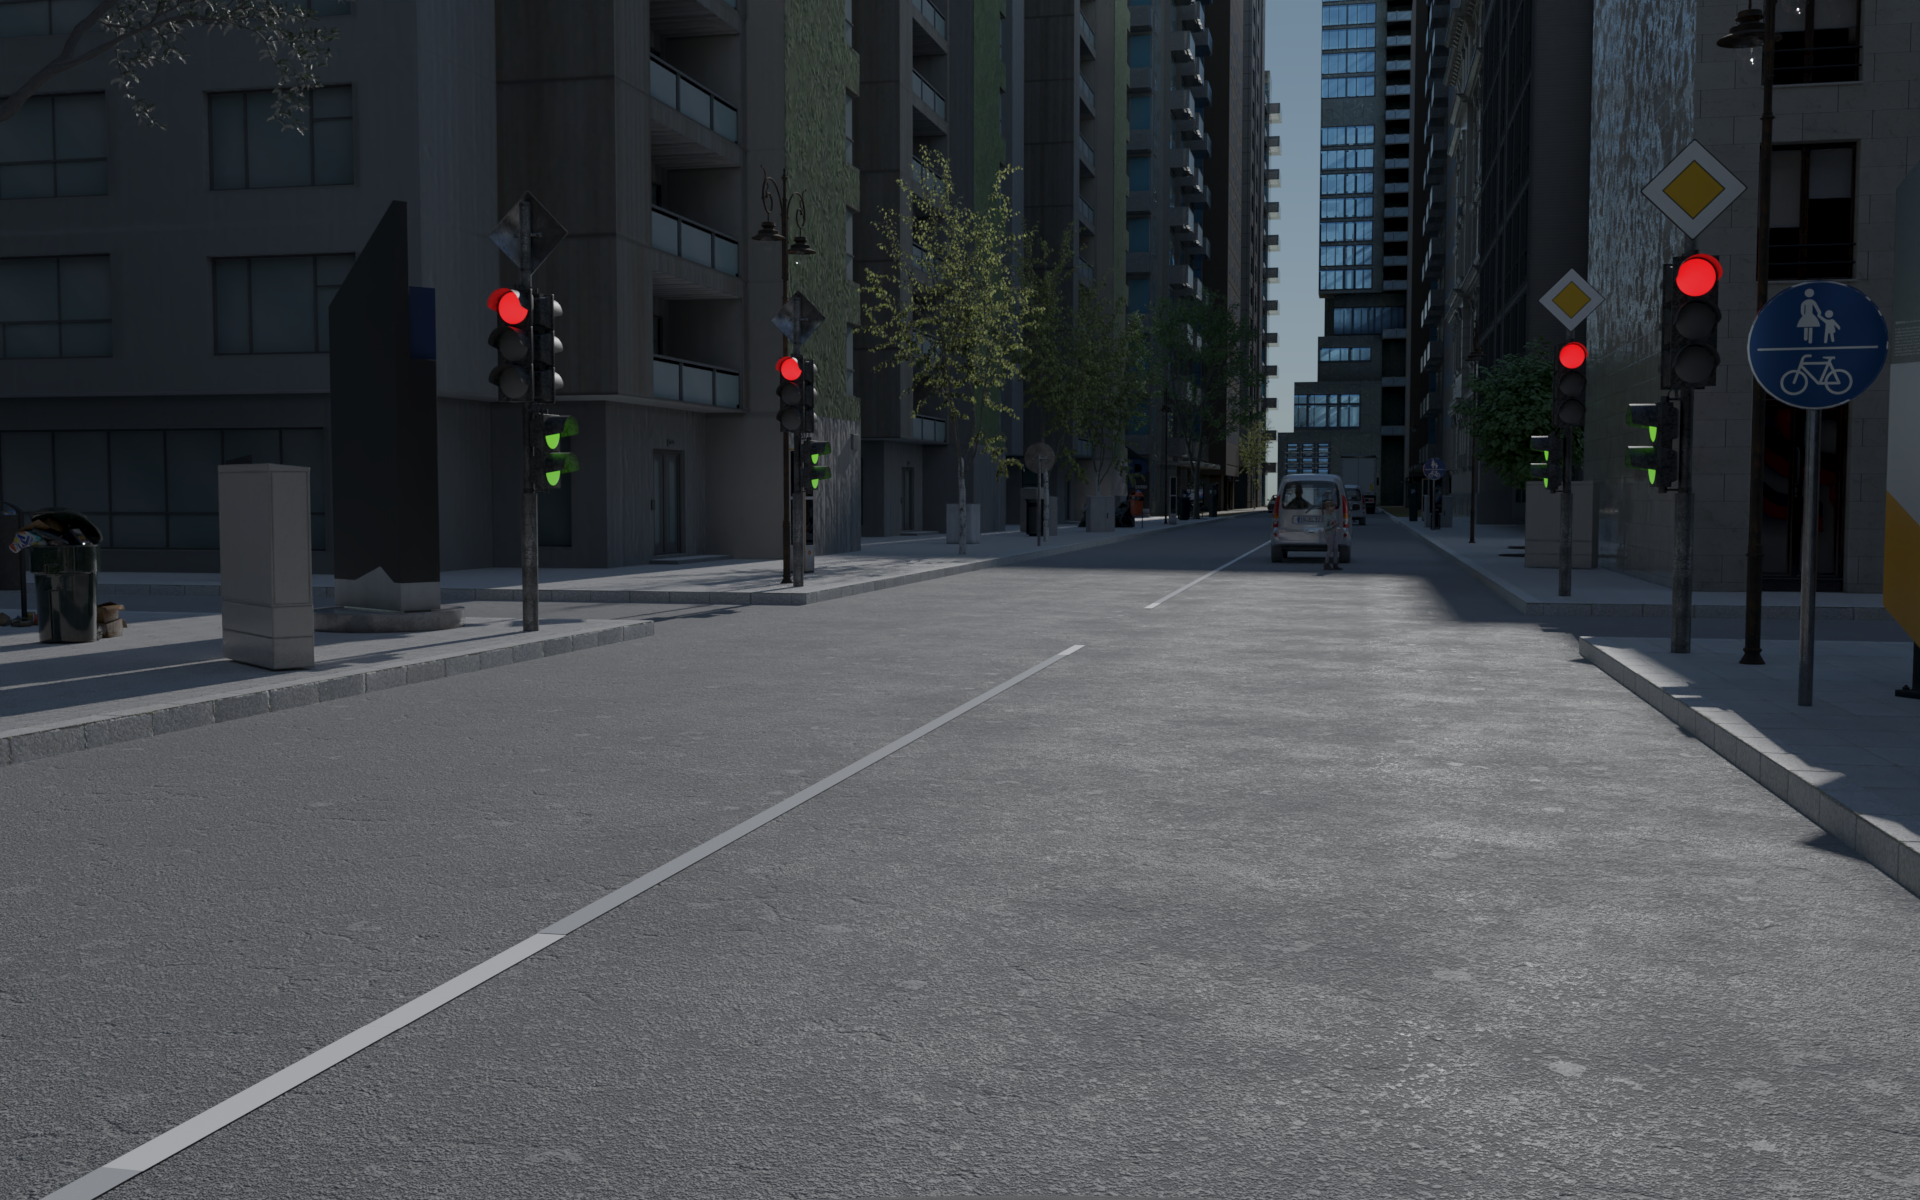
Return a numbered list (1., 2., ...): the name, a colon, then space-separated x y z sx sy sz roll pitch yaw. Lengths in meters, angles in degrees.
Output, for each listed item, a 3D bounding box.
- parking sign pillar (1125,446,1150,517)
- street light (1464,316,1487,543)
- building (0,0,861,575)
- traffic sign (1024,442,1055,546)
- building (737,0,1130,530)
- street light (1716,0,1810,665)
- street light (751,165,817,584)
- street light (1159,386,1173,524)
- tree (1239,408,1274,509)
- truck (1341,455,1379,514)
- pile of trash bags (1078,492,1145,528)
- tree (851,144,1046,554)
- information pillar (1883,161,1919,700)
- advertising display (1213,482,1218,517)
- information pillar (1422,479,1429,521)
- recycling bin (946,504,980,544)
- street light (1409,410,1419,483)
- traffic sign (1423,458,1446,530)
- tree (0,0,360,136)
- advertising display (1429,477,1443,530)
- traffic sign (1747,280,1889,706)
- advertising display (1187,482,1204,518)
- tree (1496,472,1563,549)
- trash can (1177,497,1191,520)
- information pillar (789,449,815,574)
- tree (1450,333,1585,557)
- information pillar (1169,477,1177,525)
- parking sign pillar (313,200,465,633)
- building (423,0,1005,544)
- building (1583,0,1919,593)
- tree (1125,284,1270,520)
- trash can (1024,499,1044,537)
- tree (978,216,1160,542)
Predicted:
1. parking sign pillar: 9.885 -6.611 96.570 1.447 3.967 1.447 -1 4 -15
2. street light: 13.405 -4.426 45.158 0.468 5.910 1.993 1 4 13
3. building: -10.591 -21.346 32.597 14.154 41.232 14.086 1 4 13
4. traffic sign: 1.949 -2.605 42.696 0.768 2.556 0.104 1 4 15
5. building: -0.464 -23.970 75.512 14.154 41.232 14.086 1 4 13
6. street light: 5.986 -2.454 12.909 0.468 5.910 1.993 1 4 13
7. street light: -2.490 -3.178 24.741 0.468 5.910 1.993 1 4 13
8. street light: 8.836 -6.202 74.191 0.468 5.910 1.993 1 4 13
9. tree: 24.585 -11.934 145.482 4.360 8.622 3.978 0 3 0
10. truck: 29.825 -8.591 129.374 2.839 4.237 11.283 1 4 14
11. pile of trash bags: 5.986 -3.444 66.066 1.912 1.369 3.447 -2 4 -27
12. tree: -0.040 -5.262 36.391 4.360 8.622 3.978 0 3 0
13. information pillar: 6.042 -1.190 10.818 0.183 3.616 0.504 -1 4 -19
14. advertising display: 14.208 -5.571 96.299 0.123 1.923 0.974 0 4 -1
15. information pillar: 22.089 -4.755 82.235 0.304 2.012 0.304 1 4 12
16. recycling bin: 0.085 -1.963 44.642 0.722 1.027 0.722 1 4 17
17. street light: 24.624 -7.420 94.103 0.468 5.910 1.993 1 4 13
18. traffic sign: 16.754 -3.737 61.200 0.768 2.556 0.104 1 4 19
19. tree: -6.135 -6.058 9.427 12.009 13.543 11.850 0 3 0
20. advertising display: 17.205 -3.511 62.615 0.123 1.923 0.974 2 4 35
21. traffic sign: 5.125 -0.631 10.425 0.768 2.556 0.104 1 4 18
22. advertising display: 12.809 -5.450 94.322 0.974 1.923 0.123 2 4 30
23. tree: 13.528 -2.815 40.621 1.663 3.219 1.824 0 3 0
24. trash can: 10.895 -4.444 84.319 0.748 1.137 0.748 0 3 0
25. information pillar: -2.561 -1.440 28.034 0.304 2.012 0.304 2 4 27
26. tree: 11.789 -3.174 35.606 4.285 4.588 4.351 0 3 0
27. information pillar: 8.953 -4.182 72.873 0.304 2.012 0.304 0 4 -2
28. parking sign pillar: -5.515 -1.718 16.557 1.447 3.967 1.447 3 5 43
29. building: -6.780 -22.676 54.340 14.154 41.232 14.086 1 4 13
30. building: 18.854 -10.435 25.361 16.860 20.320 10.420 1 4 13
31. tree: 11.854 -9.891 87.471 9.928 11.665 9.643 0 3 0
32. trash can: 2.308 -2.496 52.469 0.748 1.137 0.748 0 3 0
33. tree: 2.536 -5.869 46.322 4.737 8.622 4.395 0 3 0
